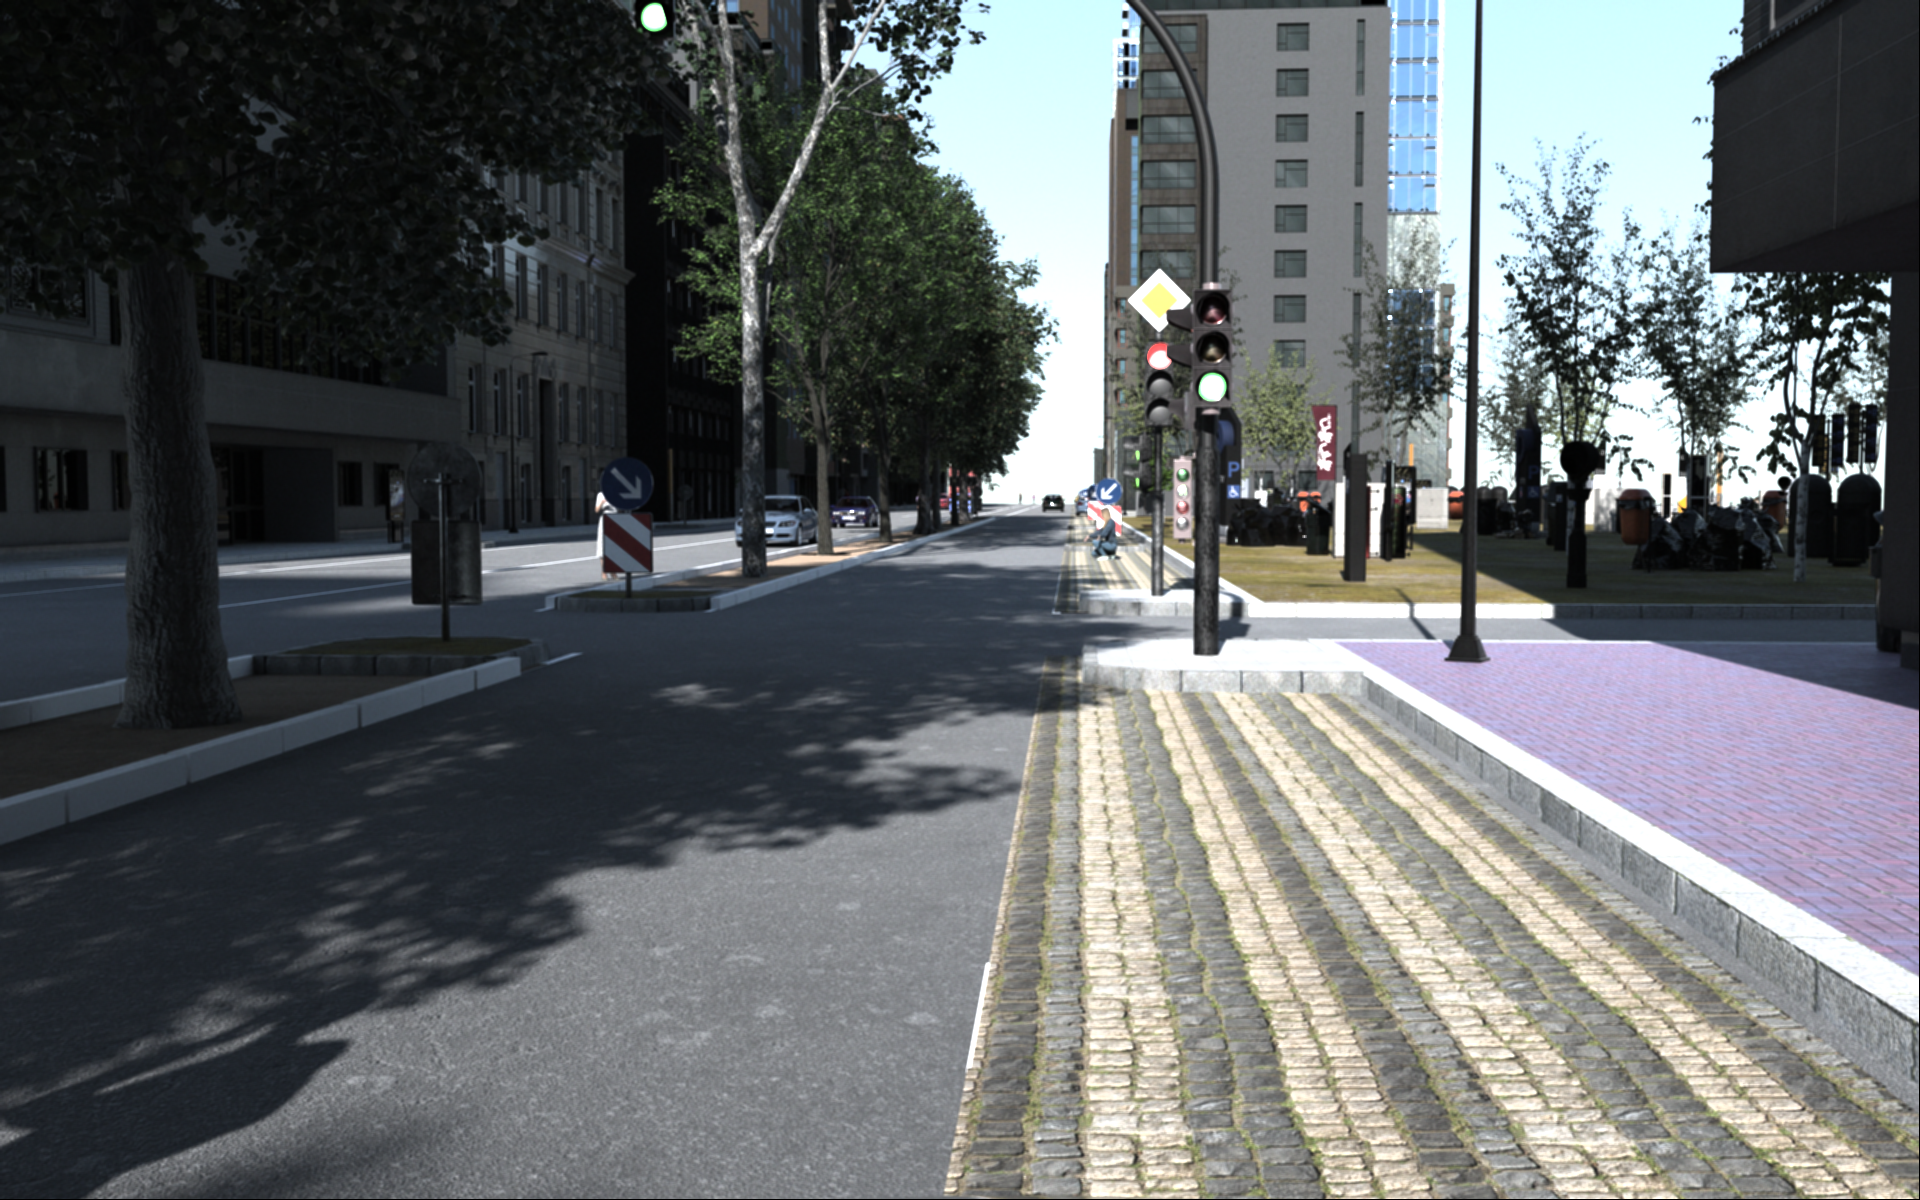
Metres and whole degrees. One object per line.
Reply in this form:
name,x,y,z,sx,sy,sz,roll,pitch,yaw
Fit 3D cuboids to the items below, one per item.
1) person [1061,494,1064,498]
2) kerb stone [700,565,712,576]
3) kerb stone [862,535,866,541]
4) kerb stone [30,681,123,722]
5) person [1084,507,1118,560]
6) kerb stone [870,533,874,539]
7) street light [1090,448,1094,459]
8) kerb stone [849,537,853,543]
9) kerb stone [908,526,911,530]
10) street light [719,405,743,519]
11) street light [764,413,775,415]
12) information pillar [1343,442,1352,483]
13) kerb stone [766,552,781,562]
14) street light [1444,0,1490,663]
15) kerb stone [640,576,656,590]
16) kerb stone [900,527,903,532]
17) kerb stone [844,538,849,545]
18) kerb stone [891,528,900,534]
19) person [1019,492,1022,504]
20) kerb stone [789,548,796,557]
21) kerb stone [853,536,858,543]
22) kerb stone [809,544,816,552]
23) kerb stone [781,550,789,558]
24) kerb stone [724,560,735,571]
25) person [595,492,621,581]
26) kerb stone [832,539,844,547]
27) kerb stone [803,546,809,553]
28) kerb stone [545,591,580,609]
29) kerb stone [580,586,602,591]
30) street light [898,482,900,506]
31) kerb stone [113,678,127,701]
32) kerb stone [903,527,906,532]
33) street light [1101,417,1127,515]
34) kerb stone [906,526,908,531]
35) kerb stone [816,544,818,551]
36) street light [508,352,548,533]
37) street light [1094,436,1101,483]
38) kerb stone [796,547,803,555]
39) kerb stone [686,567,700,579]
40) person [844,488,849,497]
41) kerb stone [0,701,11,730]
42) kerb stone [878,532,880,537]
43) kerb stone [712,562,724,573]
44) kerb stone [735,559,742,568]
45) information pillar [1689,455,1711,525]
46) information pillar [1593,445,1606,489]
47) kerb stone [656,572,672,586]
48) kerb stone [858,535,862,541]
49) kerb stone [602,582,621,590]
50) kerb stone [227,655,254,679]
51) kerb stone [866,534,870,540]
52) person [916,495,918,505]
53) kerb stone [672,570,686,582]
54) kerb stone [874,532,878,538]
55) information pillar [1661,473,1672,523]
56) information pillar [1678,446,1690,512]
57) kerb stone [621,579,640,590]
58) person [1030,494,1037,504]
person,13.923,-13.830,237.805,0.799,1.438,0.628,0,4,-1
kerb stone,-4.544,-0.496,30.301,0.120,0.150,1.000,0,4,4
kerb stone,-3.052,-1.872,52.797,0.120,0.150,1.000,0,4,4
kerb stone,-5.803,0.673,11.276,0.120,0.150,1.000,0,4,4
person,3.062,-1.434,37.439,0.738,1.151,1.012,0,4,2
kerb stone,-2.920,-1.994,54.846,0.120,0.150,1.000,0,4,4
street light,13.922,-12.240,172.662,1.470,5.913,1.316,0,4,4
kerb stone,-3.259,-1.684,49.733,0.120,0.150,1.000,0,4,4
kerb stone,-2.108,-2.746,67.092,0.120,0.150,1.000,0,4,4
street light,-11.895,-7.215,90.509,1.470,5.913,1.316,0,4,4
street light,-11.302,-7.749,99.229,1.470,5.913,1.316,0,4,4
information pillar,17.572,-5.331,78.519,0.183,3.616,0.504,-2,4,-26
kerb stone,-4.071,-0.928,37.447,0.120,0.150,1.000,0,4,4
street light,3.373,-2.488,13.214,1.470,5.913,1.316,0,4,4
kerb stone,-4.813,-0.246,26.214,0.120,0.150,1.000,0,4,4
kerb stone,-2.315,-2.558,64.033,0.120,0.150,1.000,0,4,4
kerb stone,-3.322,-1.622,48.712,0.120,0.150,1.000,0,4,4
kerb stone,-2.381,-2.496,63.013,0.120,0.150,1.000,0,4,4
person,8.552,-14.256,242.108,0.617,1.759,0.750,-2,4,-34
kerb stone,-3.933,-1.058,39.494,0.120,0.150,1.000,0,4,4
kerb stone,-3.186,-1.744,50.757,0.120,0.150,1.000,0,4,4
kerb stone,-3.733,-1.246,42.563,0.120,0.150,1.000,0,4,4
kerb stone,-3.998,-0.987,38.471,0.120,0.150,1.000,0,4,4
kerb stone,-4.408,-0.621,32.344,0.120,0.150,1.000,0,4,4
person,-5.798,-1.203,28.737,0.480,1.755,0.524,-2,4,-35
kerb stone,-3.394,-1.559,47.690,0.120,0.150,1.000,0,4,4
kerb stone,-3.809,-1.180,41.544,0.120,0.150,1.000,0,4,4
kerb stone,-5.088,0.004,22.134,0.120,0.150,1.000,0,4,4
kerb stone,-5.011,-0.053,23.154,0.120,0.150,1.000,0,4,4
street light,-5.867,-12.823,182.196,1.470,5.913,1.316,0,4,4
kerb stone,-5.740,0.605,12.296,0.120,0.150,1.000,0,4,4
kerb stone,-2.241,-2.620,65.052,0.120,0.150,1.000,0,4,4
street light,9.378,-8.046,104.098,1.470,5.913,1.316,0,4,4
kerb stone,-2.179,-2.684,66.072,0.120,0.150,1.000,0,4,4
kerb stone,-3.664,-1.308,43.589,0.120,0.150,1.000,0,4,4
street light,-14.125,-5.146,56.674,1.470,5.913,1.316,0,4,4
street light,11.647,-10.148,138.458,1.470,5.913,1.316,0,4,4
kerb stone,-3.873,-1.121,40.524,0.120,0.150,1.000,0,4,4
kerb stone,-4.610,-0.433,29.281,0.120,0.150,1.000,0,4,4
person,-7.346,-6.295,111.362,0.705,1.831,1.348,-2,4,-24
kerb stone,-5.865,0.730,10.255,0.120,0.150,1.000,0,4,4
kerb stone,-2.781,-2.122,56.885,0.120,0.150,1.000,0,4,4
kerb stone,-4.477,-0.555,31.321,0.120,0.150,1.000,0,4,4
kerb stone,-4.343,-0.680,33.364,0.120,0.150,1.000,0,4,4
information pillar,13.799,-1.703,32.338,0.304,2.012,0.304,2,4,34
information pillar,27.597,-5.097,74.694,0.504,3.616,0.183,0,4,7
kerb stone,-4.743,-0.305,27.237,0.120,0.150,1.000,0,4,4
kerb stone,-3.125,-1.809,51.778,0.120,0.150,1.000,0,4,4
kerb stone,-4.956,-0.121,24.174,0.120,0.150,1.000,0,4,4
kerb stone,-5.659,0.543,13.315,0.120,0.150,1.000,0,4,4
kerb stone,-2.985,-1.934,53.823,0.120,0.150,1.000,0,4,4
person,-3.201,-7.533,134.893,0.421,1.427,0.697,-1,4,-9
kerb stone,-4.684,-0.368,28.258,0.120,0.150,1.000,0,4,4
kerb stone,-2.857,-2.059,55.866,0.120,0.150,1.000,0,4,4
information pillar,24.567,-3.409,60.233,0.304,2.012,0.304,1,4,15
information pillar,35.269,-5.694,84.448,0.504,3.616,0.183,0,4,4
kerb stone,-4.877,-0.183,25.193,0.120,0.150,1.000,0,4,4
person,10.287,-14.046,241.374,0.991,1.433,0.599,0,4,4
